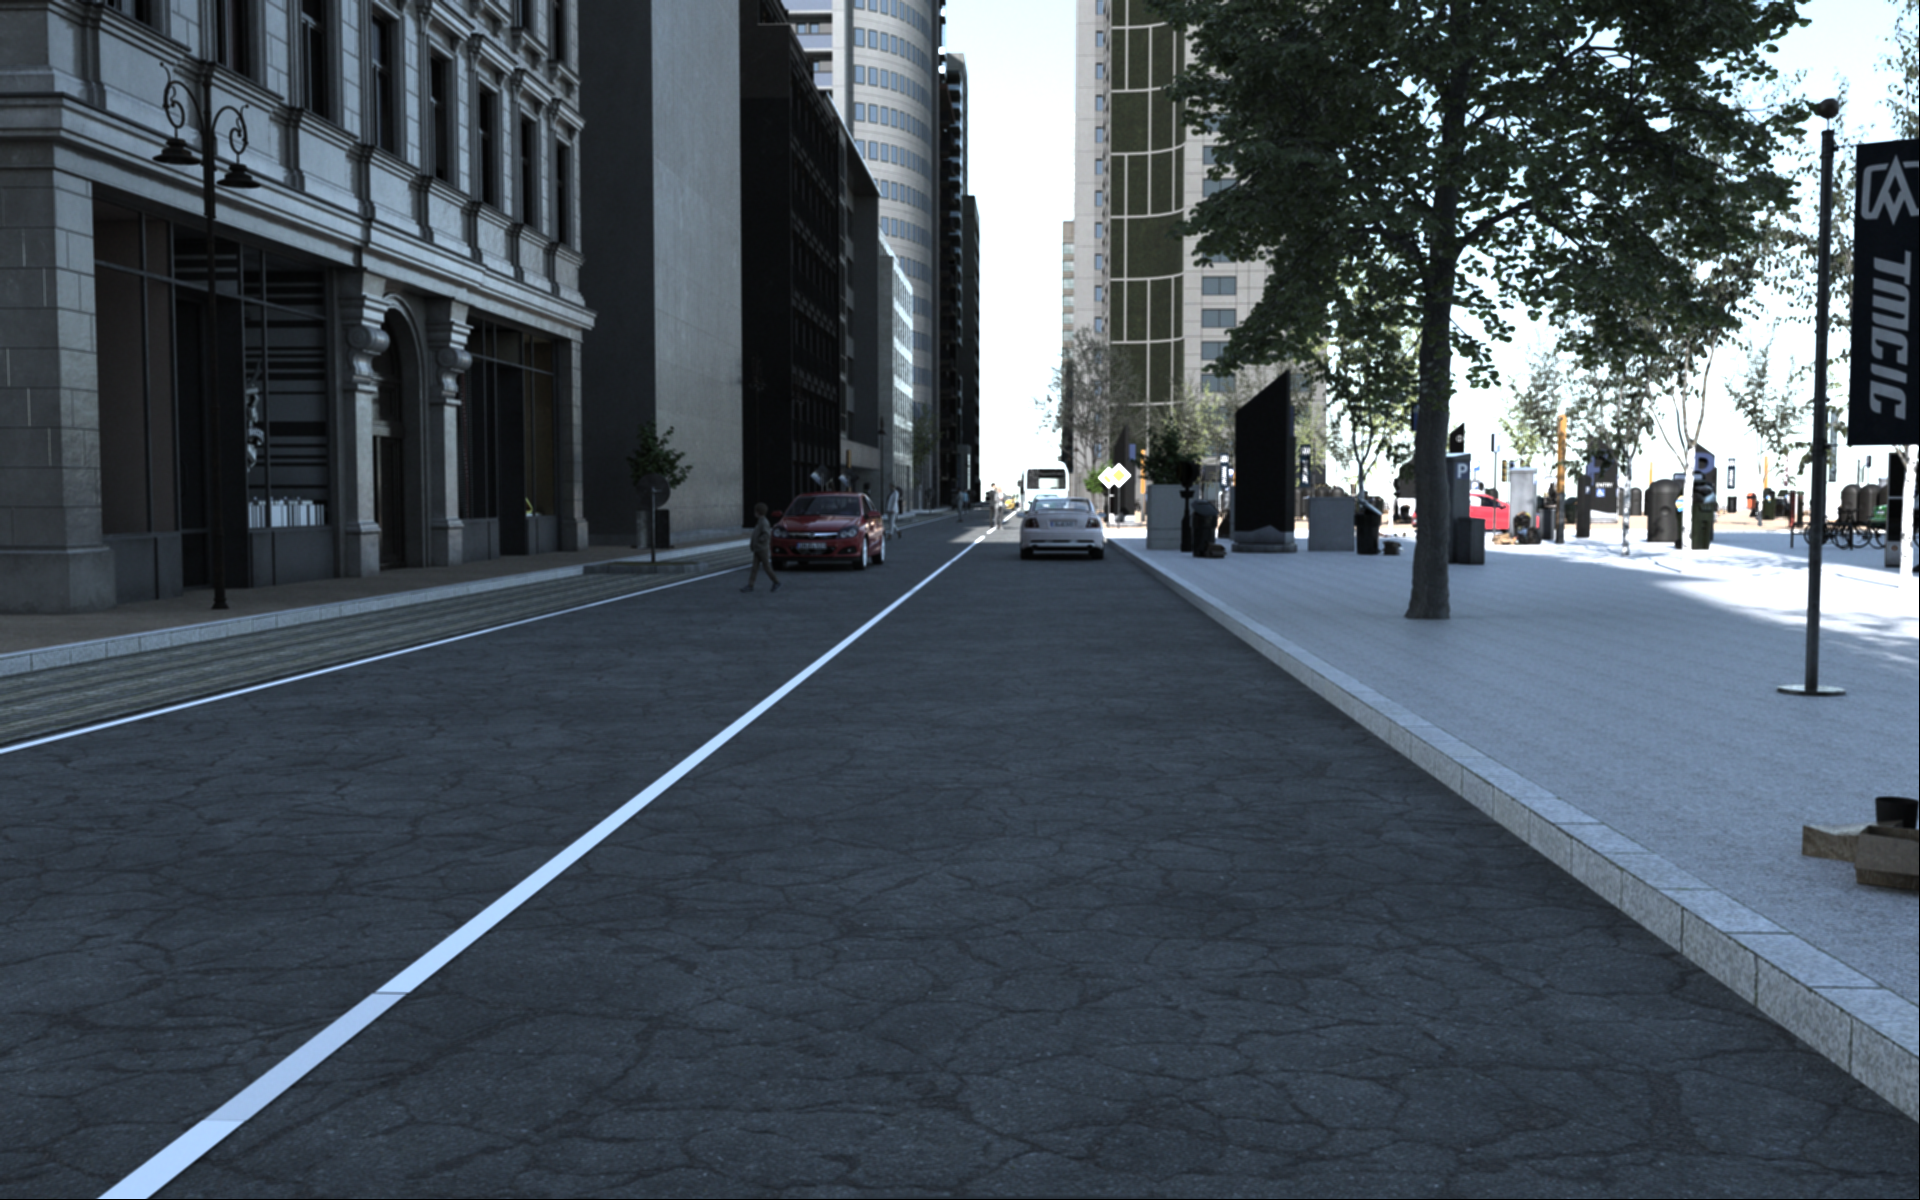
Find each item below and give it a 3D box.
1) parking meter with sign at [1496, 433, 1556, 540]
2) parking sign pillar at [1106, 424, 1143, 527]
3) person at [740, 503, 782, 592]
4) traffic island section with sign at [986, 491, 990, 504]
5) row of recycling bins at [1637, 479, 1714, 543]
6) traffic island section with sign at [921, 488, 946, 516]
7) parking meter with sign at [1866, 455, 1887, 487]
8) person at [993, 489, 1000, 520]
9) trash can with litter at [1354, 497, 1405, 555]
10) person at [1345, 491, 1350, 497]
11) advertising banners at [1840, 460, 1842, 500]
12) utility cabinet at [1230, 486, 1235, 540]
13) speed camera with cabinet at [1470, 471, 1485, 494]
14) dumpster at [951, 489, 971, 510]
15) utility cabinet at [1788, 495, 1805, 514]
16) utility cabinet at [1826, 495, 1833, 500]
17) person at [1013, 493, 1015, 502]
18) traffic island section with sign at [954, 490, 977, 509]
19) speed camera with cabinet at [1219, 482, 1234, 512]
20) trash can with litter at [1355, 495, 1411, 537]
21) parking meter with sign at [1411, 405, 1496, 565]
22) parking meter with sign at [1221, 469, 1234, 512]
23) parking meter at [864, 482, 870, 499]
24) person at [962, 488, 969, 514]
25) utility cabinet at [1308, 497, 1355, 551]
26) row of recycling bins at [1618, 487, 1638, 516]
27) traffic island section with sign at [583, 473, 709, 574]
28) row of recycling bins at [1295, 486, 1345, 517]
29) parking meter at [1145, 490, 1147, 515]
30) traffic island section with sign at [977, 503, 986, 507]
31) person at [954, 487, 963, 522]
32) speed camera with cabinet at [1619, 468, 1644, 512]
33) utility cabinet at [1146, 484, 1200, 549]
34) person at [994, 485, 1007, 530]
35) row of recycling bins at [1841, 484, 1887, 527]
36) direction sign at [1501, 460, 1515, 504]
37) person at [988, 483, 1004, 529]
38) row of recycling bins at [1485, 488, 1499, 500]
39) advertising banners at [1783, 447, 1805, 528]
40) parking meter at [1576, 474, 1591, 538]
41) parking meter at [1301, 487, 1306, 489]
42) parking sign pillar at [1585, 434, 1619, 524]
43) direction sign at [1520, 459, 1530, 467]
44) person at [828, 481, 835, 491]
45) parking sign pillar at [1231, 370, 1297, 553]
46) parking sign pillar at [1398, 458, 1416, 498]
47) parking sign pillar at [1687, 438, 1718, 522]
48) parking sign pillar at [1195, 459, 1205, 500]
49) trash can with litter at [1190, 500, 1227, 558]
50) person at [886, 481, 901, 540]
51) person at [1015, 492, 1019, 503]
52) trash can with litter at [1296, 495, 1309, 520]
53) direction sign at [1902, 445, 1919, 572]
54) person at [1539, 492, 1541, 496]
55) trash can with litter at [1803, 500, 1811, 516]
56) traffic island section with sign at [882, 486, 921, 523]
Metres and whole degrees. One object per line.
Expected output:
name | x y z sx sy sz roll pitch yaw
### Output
parking meter with sign | 16.004 -3.236 49.177 1.738 3.016 0.543 3 4 37
parking sign pillar | 6.390 -4.821 67.301 1.447 3.967 1.447 -1 4 -15
person | -2.900 -0.771 25.377 0.640 1.303 0.475 -2 4 -35
traffic island section with sign | 4.078 -14.576 246.948 1.989 1.847 2.006 0 4 3
row of recycling bins | 19.625 -2.440 47.007 1.069 1.692 3.534 3 5 40
traffic island section with sign | -1.913 -6.487 114.694 1.989 1.847 2.006 0 4 3
parking meter with sign | 41.467 -4.963 77.406 1.738 3.016 0.543 1 4 12
person | 2.026 -5.244 94.101 0.748 1.841 0.638 -1 4 -22
trash can with litter | 8.902 -1.551 36.744 1.055 1.170 0.624 2 4 28
person | 48.926 -12.880 219.182 1.348 1.812 0.705 2 4 33
advertising banners | 45.088 -5.653 88.618 0.090 3.025 2.074 2 4 24
utility cabinet | 7.841 -2.340 46.940 0.318 1.500 1.173 -2 4 -35
speed camera with cabinet | 30.435 -6.686 103.647 2.038 3.252 0.660 -2 4 -26
dumpster | 0.090 -9.033 155.901 1.865 1.857 1.264 0 4 5
utility cabinet | 53.356 -6.082 110.596 1.020 1.237 0.306 2 4 35
utility cabinet | 59.964 -6.664 120.124 1.020 1.237 0.306 2 4 28
person | 7.525 -14.031 239.368 0.415 1.643 0.593 -3 4 -36
traffic island section with sign | 0.322 -9.506 164.045 1.989 1.847 2.006 0 4 3
speed camera with cabinet | 19.562 -7.982 124.845 0.660 3.252 2.038 -2 4 -32
trash can with litter | 12.674 -2.505 52.007 2.233 1.210 1.678 1 4 22
parking meter with sign | 9.110 -2.197 32.189 0.543 3.016 1.738 -1 4 -21
parking meter with sign | 18.798 -7.706 122.257 0.543 3.016 1.738 0 4 -7
parking meter | -4.679 -4.974 87.036 0.255 1.863 0.399 1 4 13
person | 0.333 -7.084 124.182 0.638 1.841 0.748 -1 4 -12
utility cabinet | 8.365 -1.701 38.974 1.020 1.237 0.306 1 4 13
row of recycling bins | 39.359 -5.810 102.104 3.534 1.692 1.069 1 4 15
traffic island section with sign | -5.685 -1.414 31.742 1.989 1.847 2.006 0 4 3
row of recycling bins | 19.565 -5.368 94.884 1.069 1.692 3.534 -3 5 -40
parking meter | 11.395 -5.972 106.048 0.372 1.533 0.369 0 3 0
traffic island section with sign | 1.547 -11.153 190.973 1.989 1.847 2.006 0 4 3
person | -0.080 -4.940 89.447 0.466 1.800 0.511 0 4 3
speed camera with cabinet | 48.594 -8.032 125.652 2.038 3.252 0.660 1 4 20
utility cabinet | 4.912 -1.914 39.970 1.173 1.500 0.318 -1 4 -11
person | 1.655 -3.757 70.104 0.537 1.800 0.526 0 4 0
row of recycling bins | 36.244 -3.726 68.028 1.069 1.692 3.534 -2 4 -26
direction sign | 36.002 -7.453 113.848 0.876 3.537 0.379 -1 4 -8
person | 1.458 -3.915 71.876 0.474 1.900 0.648 -3 4 -36
row of recycling bins | 35.723 -6.826 118.725 1.069 1.692 3.534 -1 4 -16
advertising banners | 31.367 -4.221 65.205 2.074 3.025 0.090 -3 5 -43
parking meter | 18.334 -2.764 50.903 0.399 1.863 0.255 -3 4 -36
parking meter | 19.514 -5.653 98.129 0.255 1.863 0.399 -1 4 -20
parking sign pillar | 28.651 -5.459 77.724 1.447 3.967 1.447 0 4 1
direction sign | 37.007 -7.430 113.469 0.379 3.537 0.876 -2 4 -23
person | -3.717 -2.481 49.338 0.520 1.790 0.573 -1 4 -17
parking sign pillar | 6.738 -3.045 38.251 1.447 3.967 1.447 3 5 41
parking sign pillar | 31.337 -8.124 121.299 1.447 3.967 1.447 0 4 -3
parking sign pillar | 34.643 -5.653 80.904 1.447 3.967 1.447 0 4 -1
parking sign pillar | 15.784 -7.682 114.070 1.447 3.967 1.447 0 4 0
trash can with litter | 5.082 -1.445 35.015 0.624 1.170 1.055 -1 4 -19
person | -2.055 -2.800 54.153 0.514 1.842 0.818 3 5 43
person | 8.960 -16.091 272.417 0.721 1.723 1.217 2 4 28
trash can with litter | 17.787 -4.671 87.432 2.233 1.210 1.678 -2 4 -35
direction sign | 15.832 -2.226 28.394 0.876 3.537 0.379 -1 4 -11
person | 72.487 -12.700 216.925 0.721 1.735 1.217 1 4 15
trash can with litter | 50.091 -5.544 102.027 0.624 1.170 1.055 -3 5 -39
traffic island section with sign | -3.160 -4.812 87.305 1.989 1.847 2.006 0 4 3
